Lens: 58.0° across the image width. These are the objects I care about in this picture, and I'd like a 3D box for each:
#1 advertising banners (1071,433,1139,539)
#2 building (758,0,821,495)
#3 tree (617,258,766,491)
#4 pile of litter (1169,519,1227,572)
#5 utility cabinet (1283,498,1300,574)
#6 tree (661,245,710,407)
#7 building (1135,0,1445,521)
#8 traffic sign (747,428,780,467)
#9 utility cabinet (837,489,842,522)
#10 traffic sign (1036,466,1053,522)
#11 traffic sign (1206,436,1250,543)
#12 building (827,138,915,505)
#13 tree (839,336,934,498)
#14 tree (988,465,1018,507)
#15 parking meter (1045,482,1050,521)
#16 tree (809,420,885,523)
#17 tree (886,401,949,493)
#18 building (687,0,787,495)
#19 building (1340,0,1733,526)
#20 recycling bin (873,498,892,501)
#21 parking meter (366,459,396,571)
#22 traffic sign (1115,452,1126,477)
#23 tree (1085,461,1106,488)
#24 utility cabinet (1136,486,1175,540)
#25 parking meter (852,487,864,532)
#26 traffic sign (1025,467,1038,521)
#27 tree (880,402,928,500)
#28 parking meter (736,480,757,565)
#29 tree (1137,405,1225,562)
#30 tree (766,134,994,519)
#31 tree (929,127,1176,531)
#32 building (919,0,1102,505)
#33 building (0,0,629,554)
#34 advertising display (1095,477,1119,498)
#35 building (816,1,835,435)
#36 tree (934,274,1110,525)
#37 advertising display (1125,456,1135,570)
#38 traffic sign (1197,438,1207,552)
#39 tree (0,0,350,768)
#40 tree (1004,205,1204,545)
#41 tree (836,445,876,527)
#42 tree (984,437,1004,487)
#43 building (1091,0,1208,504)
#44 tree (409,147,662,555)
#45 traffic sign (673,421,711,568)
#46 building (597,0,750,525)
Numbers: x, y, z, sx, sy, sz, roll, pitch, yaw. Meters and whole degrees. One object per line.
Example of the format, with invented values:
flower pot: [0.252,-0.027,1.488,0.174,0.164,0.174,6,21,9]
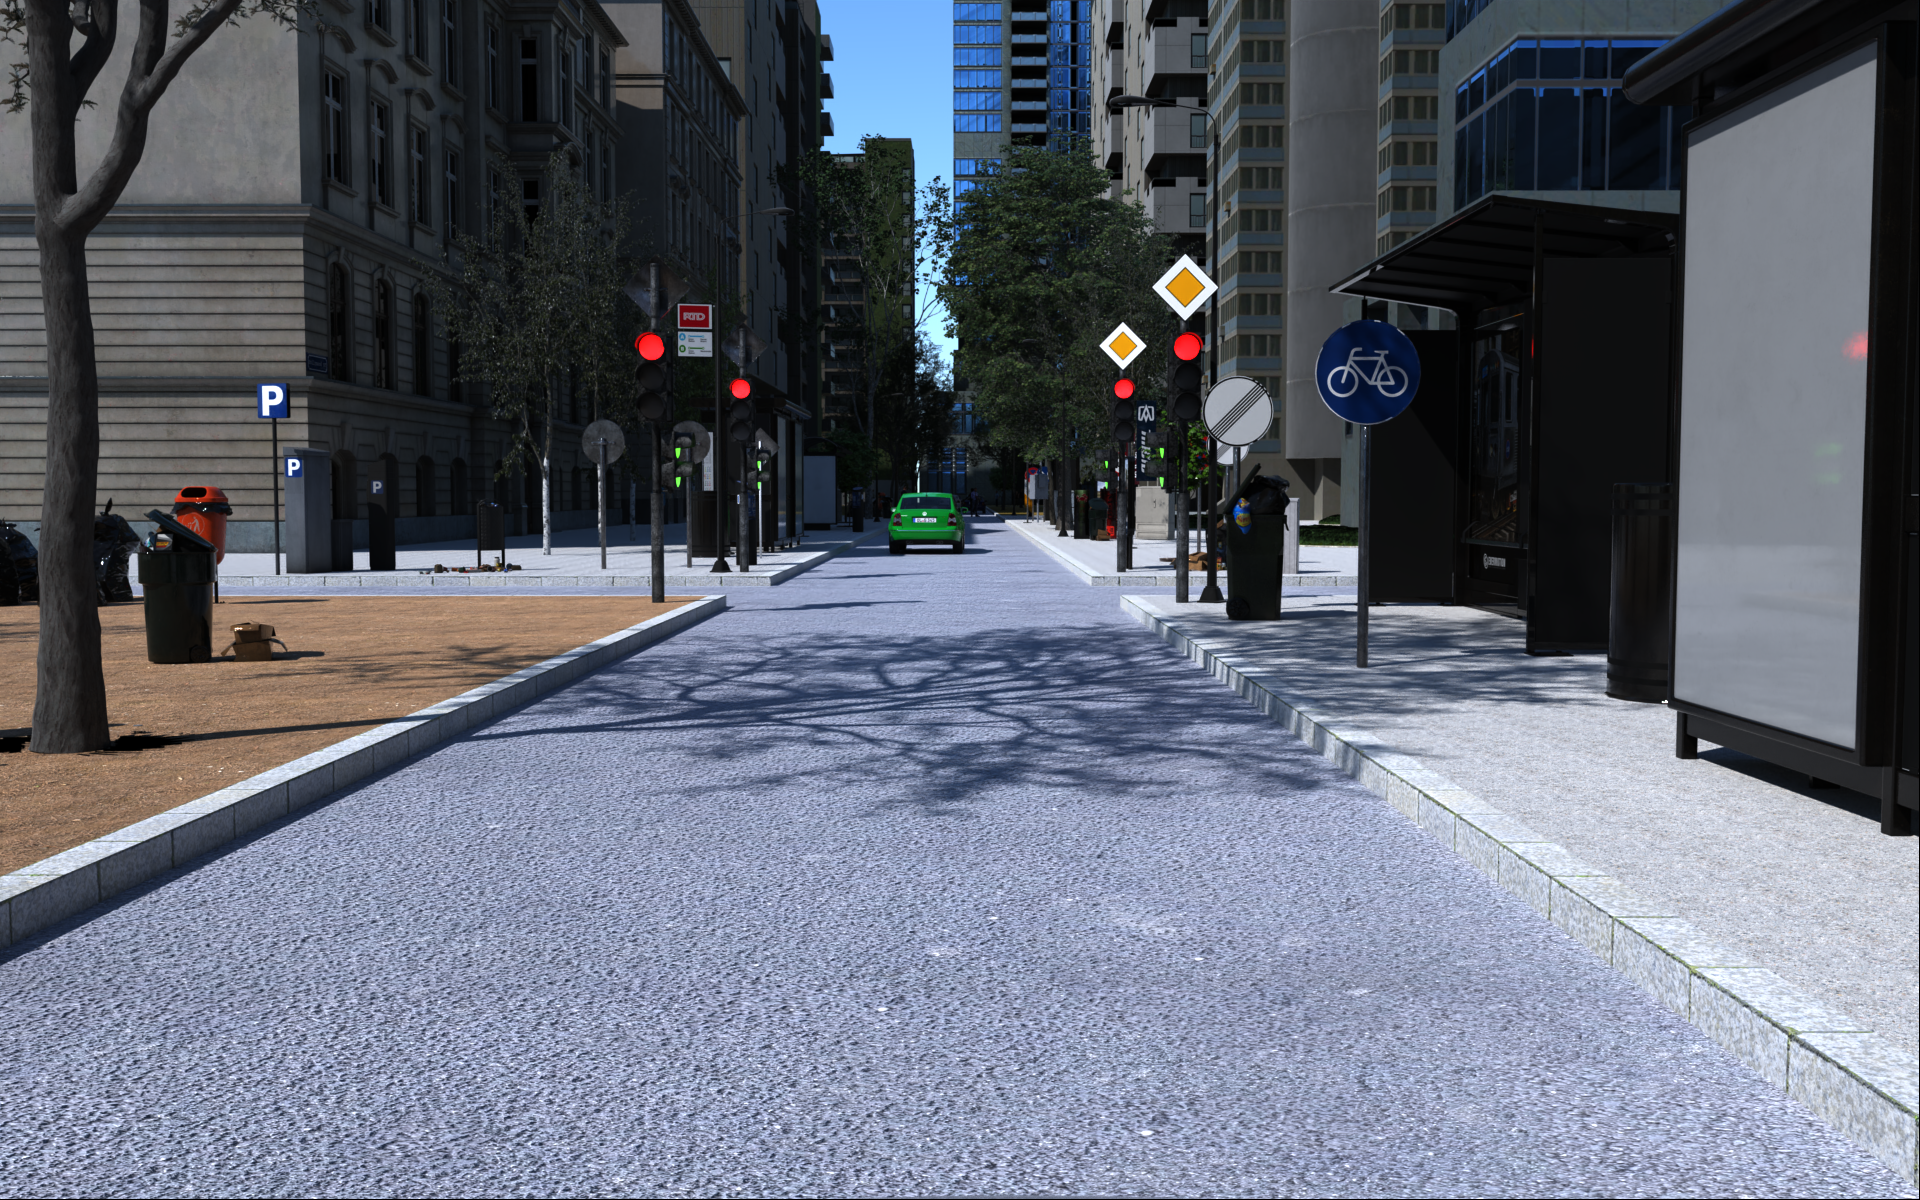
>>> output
advertising banners: [4.201,-3.248,49.292,2.074,3.025,0.090,0,4,2]
building: [-18.641,-27.838,138.749,14.154,41.232,14.086,0,4,0]
tree: [-8.203,-6.305,53.448,4.737,8.622,4.395,0,3,0]
pile of litter: [4.138,-0.948,29.472,1.176,0.858,1.719,2,4,24]
utility cabinet: [4.956,-1.030,28.005,1.020,1.237,0.306,1,4,17]
tree: [-8.428,-5.582,41.630,4.360,8.622,3.978,0,3,0]
building: [25.737,-24.263,88.589,32.217,40.220,23.993,0,4,0]
traffic sign: [-3.985,-2.124,34.464,0.795,2.593,0.064,0,4,4]
utility cabinet: [-6.009,-4.323,79.355,1.173,1.500,0.318,0,4,-7]
traffic sign: [3.885,-4.879,79.880,0.768,2.556,0.104,0,4,1]
traffic sign: [4.813,-1.899,31.162,0.768,2.556,0.104,1,4,9]
building: [-12.301,-31.711,202.071,14.086,41.232,14.154,0,4,0]
tree: [-3.863,-10.288,102.615,7.601,10.594,8.767,2,4,29]
tree: [4.382,-11.685,174.758,4.285,4.588,4.351,0,3,0]
parking meter: [4.231,-4.763,83.582,0.255,1.863,0.399,-1,4,-8]
tree: [-5.041,-5.703,76.955,4.285,4.588,4.351,0,3,0]
tree: [-4.477,-15.498,179.150,9.928,11.665,9.643,0,3,0]
building: [-26.218,-32.250,116.522,28.713,52.752,27.495,0,4,0]
building: [26.817,-44.828,45.608,31.000,86.520,22.319,0,4,0]
recycling bin: [-4.549,-5.327,99.652,0.722,1.027,0.722,2,4,29]
parking meter: [-9.740,-1.433,29.137,0.399,1.863,0.255,1,4,13]
traffic sign: [4.806,-3.137,51.390,0.768,2.556,0.104,1,4,9]
tree: [7.503,-5.785,89.181,1.663,3.219,1.824,0,3,0]
utility cabinet: [5.457,-2.435,48.486,0.318,1.500,1.173,-3,5,-44]
parking meter: [-3.443,-3.059,58.430,0.372,1.533,0.369,0,3,0]
traffic sign: [3.465,-5.020,82.191,0.768,2.556,0.104,0,4,5]
tree: [-4.477,-11.322,135.480,4.737,8.622,4.395,0,3,0]
parking meter: [-3.859,-1.398,31.275,0.372,1.533,0.369,0,3,0]
tree: [4.445,-2.342,32.899,1.663,3.219,1.824,0,3,0]
tree: [-3.719,-14.272,89.236,12.611,20.169,13.585,0,3,0]
tree: [3.770,-9.425,60.749,9.857,13.997,8.962,0,3,0]
building: [10.916,-54.592,205.245,31.000,86.520,22.319,0,4,0]
building: [-19.080,-14.339,53.529,14.460,24.649,34.723,0,4,0]
advertising display: [4.535,-2.871,52.158,0.974,1.923,0.123,-1,4,-14]
building: [-27.090,-32.975,158.743,30.456,49.044,23.786,0,4,0]
tree: [3.531,-8.381,71.441,7.601,10.594,8.767,1,4,9]
advertising display: [2.900,-1.503,29.796,0.123,1.923,0.974,0,4,0]
traffic sign: [5.134,-2.266,37.150,0.768,2.556,0.104,1,4,9]
tree: [-4.329,-5.991,8.324,12.009,13.543,11.850,0,3,0]
tree: [4.143,-5.725,43.963,4.360,8.622,3.978,0,3,0]
tree: [-4.328,-4.452,67.390,1.663,3.219,1.824,0,3,0]
tree: [4.793,-14.046,180.020,4.360,8.622,3.978,0,3,0]
building: [26.183,-34.724,156.984,28.713,52.752,27.495,0,4,0]
tree: [-8.930,-5.249,36.181,4.360,8.622,3.978,0,3,0]
traffic sign: [-4.714,-1.834,30.100,0.768,2.556,0.104,0,4,6]
building: [-17.892,-17.553,84.258,12.463,27.353,25.104,0,4,0]
